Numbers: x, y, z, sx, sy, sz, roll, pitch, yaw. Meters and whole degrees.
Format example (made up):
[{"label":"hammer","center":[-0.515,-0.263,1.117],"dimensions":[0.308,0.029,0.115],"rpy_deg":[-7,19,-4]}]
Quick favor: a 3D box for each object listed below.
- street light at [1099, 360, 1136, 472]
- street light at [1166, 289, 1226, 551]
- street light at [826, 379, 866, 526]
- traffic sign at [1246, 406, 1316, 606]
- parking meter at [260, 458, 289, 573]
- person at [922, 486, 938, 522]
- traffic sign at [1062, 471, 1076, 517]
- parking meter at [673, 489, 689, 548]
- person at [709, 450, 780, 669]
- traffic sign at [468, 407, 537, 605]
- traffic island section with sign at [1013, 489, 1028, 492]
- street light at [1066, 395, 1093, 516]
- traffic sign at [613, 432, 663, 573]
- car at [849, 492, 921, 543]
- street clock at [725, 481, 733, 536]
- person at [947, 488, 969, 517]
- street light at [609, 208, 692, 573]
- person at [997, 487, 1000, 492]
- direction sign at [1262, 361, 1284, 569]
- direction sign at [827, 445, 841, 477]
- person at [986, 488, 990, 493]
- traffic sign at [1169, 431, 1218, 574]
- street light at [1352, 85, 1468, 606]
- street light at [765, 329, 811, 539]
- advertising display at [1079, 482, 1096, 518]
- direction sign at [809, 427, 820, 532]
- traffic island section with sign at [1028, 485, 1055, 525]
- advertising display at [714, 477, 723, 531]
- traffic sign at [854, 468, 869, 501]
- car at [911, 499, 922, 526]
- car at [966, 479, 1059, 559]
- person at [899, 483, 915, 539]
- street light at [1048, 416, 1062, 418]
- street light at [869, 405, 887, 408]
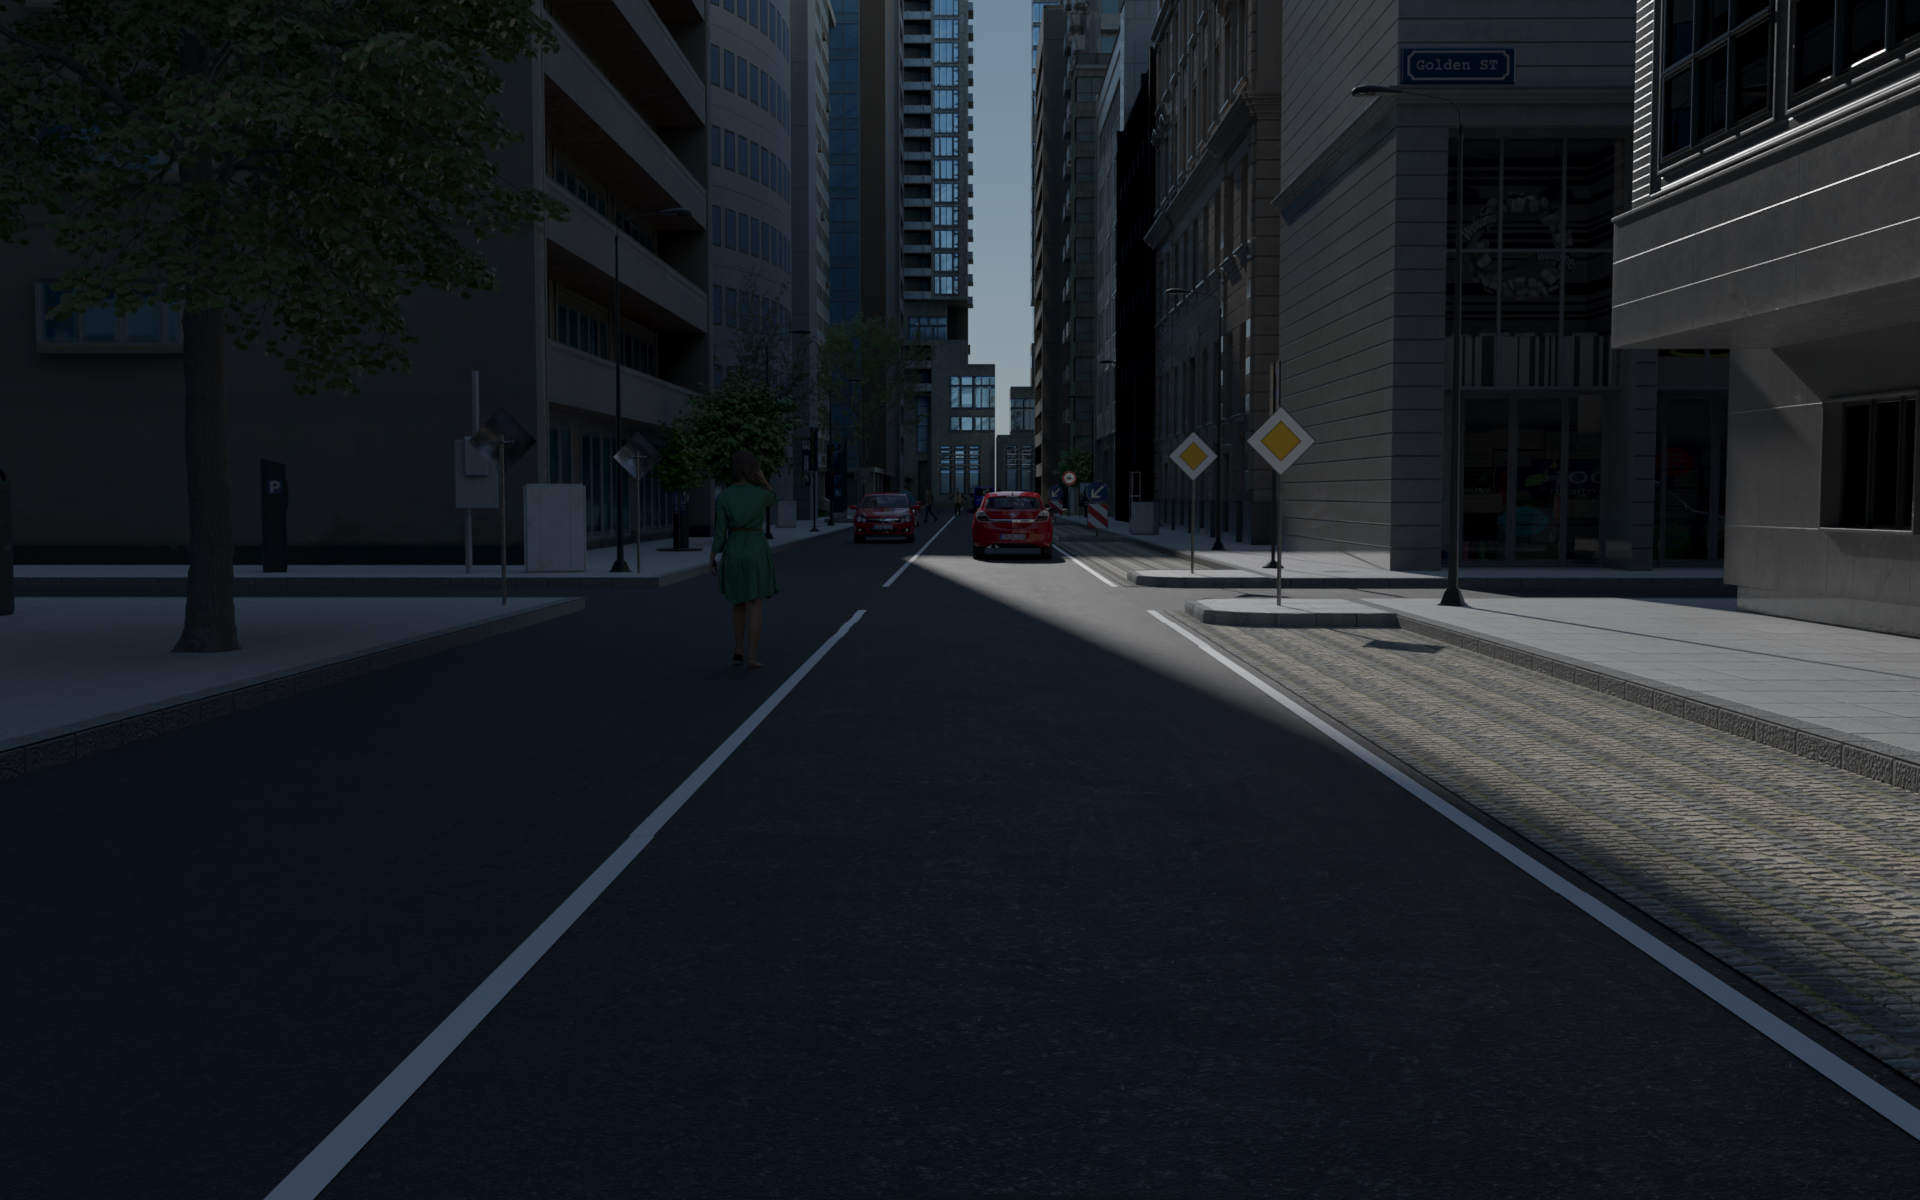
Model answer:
[{"label":"street light","center":[5.528,-5.358,60.146],"dimensions":[1.470,5.913,1.316],"rpy_deg":[0,4,1]},{"label":"street light","center":[5.347,-4.084,39.310],"dimensions":[1.470,5.913,1.316],"rpy_deg":[0,4,1]},{"label":"street light","center":[-4.668,-5.945,69.742],"dimensions":[1.470,5.913,1.316],"rpy_deg":[0,4,1]},{"label":"traffic sign","center":[3.670,-0.994,19.888],"dimensions":[0.795,2.450,0.064],"rpy_deg":[0,4,1]},{"label":"parking meter","center":[-11.209,-1.384,28.342],"dimensions":[0.399,1.863,0.255],"rpy_deg":[-2,4,-30]},{"label":"person","center":[-1.546,-4.871,88.044],"dimensions":[0.836,1.842,0.656],"rpy_deg":[0,4,-2]},{"label":"traffic sign","center":[6.093,-5.901,96.592],"dimensions":[0.768,2.556,0.104],"rpy_deg":[0,4,3]},{"label":"parking meter","center":[-6.654,-2.009,41.265],"dimensions":[0.372,1.533,0.369],"rpy_deg":[0,3,0]},{"label":"person","center":[-1.786,-0.344,14.366],"dimensions":[0.600,1.795,0.529],"rpy_deg":[0,4,-7]},{"label":"traffic sign","center":[-5.274,-1.000,19.992],"dimensions":[0.795,2.450,0.064],"rpy_deg":[0,4,1]},{"label":"traffic island section with sign","center":[4.988,-9.061,156.781],"dimensions":[1.989,1.847,2.006],"rpy_deg":[0,4,1]},{"label":"street light","center":[5.674,-6.654,81.340],"dimensions":[1.470,5.913,1.316],"rpy_deg":[0,4,1]},{"label":"traffic sign","center":[-5.199,-1.488,27.977],"dimensions":[0.795,2.450,0.064],"rpy_deg":[0,4,1]},{"label":"car","center":[-2.249,-2.641,52.214],"dimensions":[2.155,1.783,4.494],"rpy_deg":[0,4,-1]},{"label":"street clock","center":[-6.864,-2.900,51.986],"dimensions":[0.471,2.002,0.358],"rpy_deg":[-2,4,-26]},{"label":"person","center":[-0.136,-6.185,109.722],"dimensions":[1.348,1.812,0.705],"rpy_deg":[0,4,-3]},{"label":"street light","center":[-5.045,-3.410,28.296],"dimensions":[1.470,5.913,1.316],"rpy_deg":[0,4,1]},{"label":"person","center":[2.226,-5.691,101.539],"dimensions":[0.794,1.824,0.713],"rpy_deg":[2,4,25]},{"label":"direction sign","center":[5.419,-2.317,29.875],"dimensions":[0.379,3.537,0.876],"rpy_deg":[0,4,-1]},{"label":"direction sign","center":[-5.666,-5.338,79.273],"dimensions":[0.876,3.537,0.379],"rpy_deg":[1,4,9]},{"label":"person","center":[1.755,-5.563,99.679],"dimensions":[0.699,1.804,1.509],"rpy_deg":[1,4,23]},{"label":"traffic sign","center":[3.745,-1.482,27.873],"dimensions":[0.795,2.450,0.064],"rpy_deg":[0,4,1]},{"label":"street light","center":[5.145,-2.892,19.824],"dimensions":[1.470,5.913,1.316],"rpy_deg":[0,4,1]},{"label":"street light","center":[-4.910,-4.678,49.019],"dimensions":[1.470,5.913,1.316],"rpy_deg":[0,4,1]},{"label":"advertising display","center":[6.917,-5.437,94.103],"dimensions":[0.974,1.923,0.123],"rpy_deg":[-1,4,-16]},{"label":"direction sign","center":[-4.967,-4.101,59.053],"dimensions":[0.379,3.537,0.876],"rpy_deg":[1,4,11]},{"label":"traffic island section with sign","center":[4.263,-4.344,79.658],"dimensions":[1.989,1.847,2.006],"rpy_deg":[0,4,1]},{"label":"advertising display","center":[-8.420,-3.273,58.722],"dimensions":[0.123,1.923,0.974],"rpy_deg":[2,4,35]},{"label":"traffic sign","center":[-4.764,-5.120,83.823],"dimensions":[0.768,2.556,0.104],"rpy_deg":[0,4,4]},{"label":"car","center":[-2.728,-4.063,75.467],"dimensions":[2.155,1.783,4.494],"rpy_deg":[0,4,1]},{"label":"car","center":[1.206,-1.877,39.729],"dimensions":[2.155,1.783,4.494],"rpy_deg":[0,4,2]},{"label":"person","center":[-1.723,-2.822,54.988],"dimensions":[0.601,1.785,0.444],"rpy_deg":[0,4,2]},{"label":"street light","center":[5.897,-7.949,102.500],"dimensions":[1.470,5.913,1.316],"rpy_deg":[0,4,1]},{"label":"street light","center":[-4.512,-7.213,90.473],"dimensions":[1.470,5.913,1.316],"rpy_deg":[0,4,1]}]
